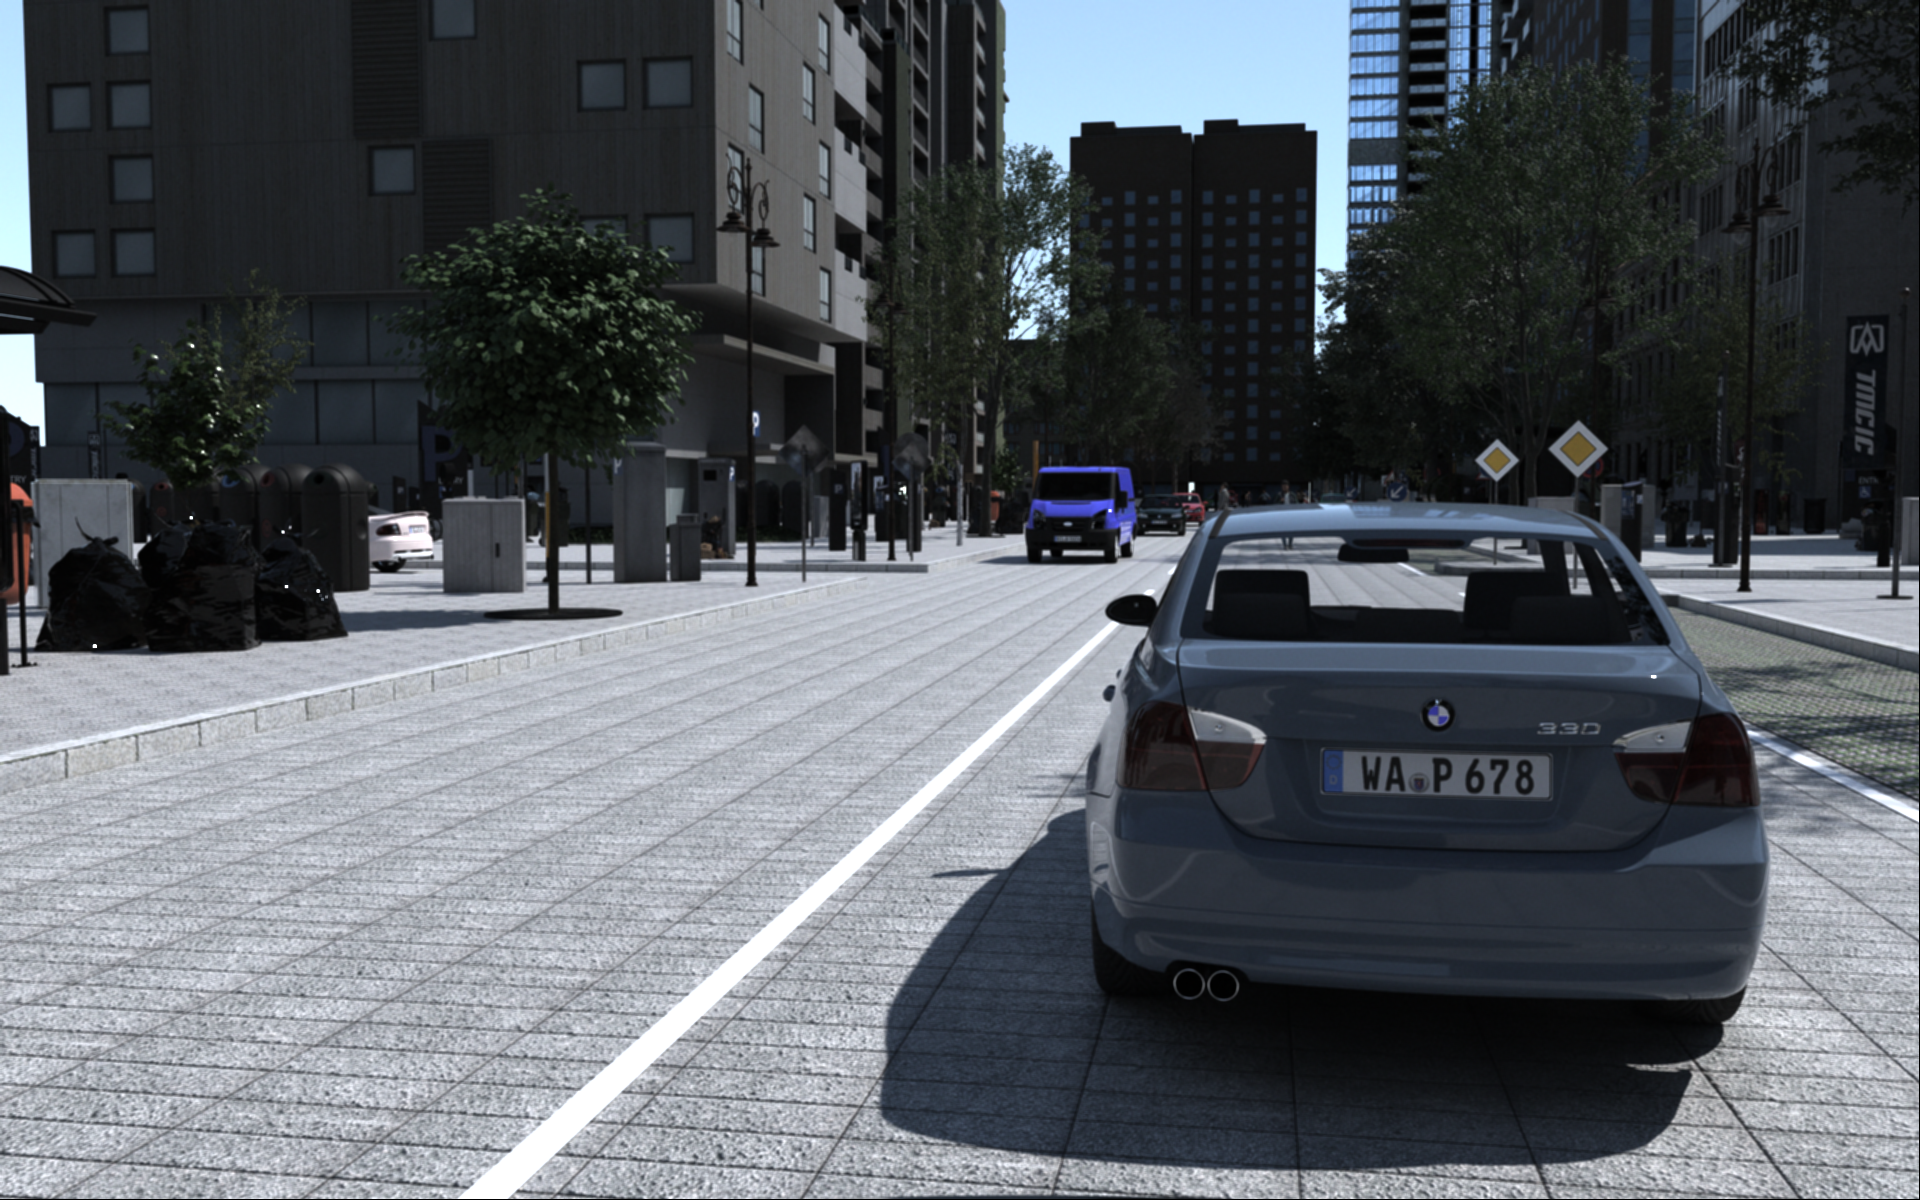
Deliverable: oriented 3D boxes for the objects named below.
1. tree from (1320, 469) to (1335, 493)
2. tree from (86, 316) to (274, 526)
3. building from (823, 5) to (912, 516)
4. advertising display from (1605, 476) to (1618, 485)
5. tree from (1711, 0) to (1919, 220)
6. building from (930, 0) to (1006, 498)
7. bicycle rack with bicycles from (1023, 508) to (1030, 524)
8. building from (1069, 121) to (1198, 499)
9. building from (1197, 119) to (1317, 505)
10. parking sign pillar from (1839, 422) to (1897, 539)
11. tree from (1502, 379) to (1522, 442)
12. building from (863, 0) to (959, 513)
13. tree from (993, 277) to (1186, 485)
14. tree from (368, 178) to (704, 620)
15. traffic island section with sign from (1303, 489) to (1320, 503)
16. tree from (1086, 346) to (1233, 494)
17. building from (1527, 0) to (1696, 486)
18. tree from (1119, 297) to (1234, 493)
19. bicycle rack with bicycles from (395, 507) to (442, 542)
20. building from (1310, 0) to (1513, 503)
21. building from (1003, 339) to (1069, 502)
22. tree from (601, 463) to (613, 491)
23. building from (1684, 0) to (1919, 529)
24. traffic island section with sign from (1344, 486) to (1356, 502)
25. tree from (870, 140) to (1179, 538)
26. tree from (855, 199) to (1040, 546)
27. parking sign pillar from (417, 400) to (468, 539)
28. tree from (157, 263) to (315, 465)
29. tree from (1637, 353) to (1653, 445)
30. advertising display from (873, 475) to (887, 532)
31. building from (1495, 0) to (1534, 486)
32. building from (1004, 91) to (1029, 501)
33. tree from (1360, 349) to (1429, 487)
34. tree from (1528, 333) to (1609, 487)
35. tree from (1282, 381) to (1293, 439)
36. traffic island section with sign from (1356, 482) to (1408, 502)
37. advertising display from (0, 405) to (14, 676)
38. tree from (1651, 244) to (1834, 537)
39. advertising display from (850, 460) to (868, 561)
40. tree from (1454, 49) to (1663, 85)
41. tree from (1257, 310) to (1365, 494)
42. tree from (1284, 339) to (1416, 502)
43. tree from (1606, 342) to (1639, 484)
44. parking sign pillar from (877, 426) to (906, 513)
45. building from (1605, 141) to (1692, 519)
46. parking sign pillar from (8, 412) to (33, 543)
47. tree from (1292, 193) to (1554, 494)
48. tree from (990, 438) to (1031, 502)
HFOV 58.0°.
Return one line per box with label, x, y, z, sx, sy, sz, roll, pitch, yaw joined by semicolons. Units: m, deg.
tree;35.608;-13.229;166.659;4.360;8.622;3.978;0;3;0
tree;-8.306;-1.488;18.936;1.663;3.219;1.824;0;3;0
building;-11.098;-20.307;103.726;14.160;30.474;14.107;1;4;10
advertising display;23.376;-3.485;62.192;0.123;1.923;0.974;3;5;40
tree;9.171;-4.765;12.326;7.601;10.594;8.767;1;4;20
building;-4.315;-27.822;138.476;14.154;41.232;14.086;1;4;10
bicycle rack with bicycles;3.151;-3.673;73.434;2.852;0.926;2.925;-2;4;-28
building;21.122;-34.303;210.956;14.200;45.320;14.600;1;4;10
building;35.525;-34.226;209.699;14.200;45.320;14.600;1;4;10
parking sign pillar;26.020;-3.736;49.562;1.447;3.967;1.447;-2;4;-34
tree;32.352;-8.998;97.485;4.737;8.622;4.395;0;3;0
building;-10.792;-41.716;120.307;20.563;71.187;20.611;1;4;10
tree;4.869;-8.325;70.532;8.767;10.594;7.601;2;4;25
tree;-4.374;-2.106;18.152;4.285;4.588;4.351;0;3;0
traffic island section with sign;27.060;-7.578;132.524;1.989;1.847;2.006;1;4;10
tree;15.449;-13.912;137.823;12.009;13.543;11.850;0;3;0
building;49.354;-29.037;124.870;14.600;45.320;14.200;1;4;10
tree;20.411;-19.187;169.593;12.611;20.169;13.585;0;3;0
bicycle rack with bicycles;-15.153;-2.015;46.325;2.852;0.926;2.925;3;5;40
building;58.268;-54.721;207.362;31.000;86.520;22.319;1;4;10
building;0.865;-23.090;222.566;28.899;21.520;27.650;1;4;10
tree;-11.560;-3.960;59.348;1.663;3.219;1.824;0;3;0
building;38.640;-15.469;70.936;12.078;24.808;19.932;1;4;10
traffic island section with sign;18.537;-4.537;82.810;1.989;1.847;2.006;1;4;10
tree;0.917;-7.661;51.009;9.928;11.665;9.643;0;3;0
tree;-0.240;-5.651;42.756;4.737;8.622;4.395;0;3;0
parking sign pillar;-14.818;-3.742;49.660;1.447;3.967;1.447;-2;4;-29
tree;-22.571;-6.372;54.537;4.737;8.622;4.395;0;3;0
tree;26.417;-6.731;60.421;4.737;8.622;4.395;0;3;0
advertising display;-2.711;-3.272;58.708;0.123;1.923;0.974;-2;4;-25
building;57.973;-32.192;145.953;23.786;49.044;30.456;1;4;10
building;-9.099;-31.017;161.748;28.867;44.769;22.147;1;4;10
tree;21.996;-8.349;86.872;4.737;8.622;4.395;0;3;0
tree;28.326;-7.842;78.582;4.737;8.622;4.395;0;3;0
tree;31.732;-14.505;143.818;9.857;13.997;8.962;0;3;0
traffic island section with sign;13.949;-2.897;55.993;1.989;1.847;2.006;1;4;10
advertising display;-7.195;-0.425;12.169;0.974;1.923;0.123;0;4;-8
tree;23.015;-6.141;50.769;4.737;8.622;4.395;0;3;0
advertising display;-1.949;-1.723;33.382;0.123;1.923;0.974;-1;4;-16
tree;13.436;-6.993;40.088;9.928;11.665;9.643;0;3;0
tree;37.029;-19.725;178.386;12.611;20.169;13.585;0;3;0
tree;28.576;-12.718;124.945;9.611;12.733;9.660;0;3;0
tree;28.881;-7.239;68.724;4.737;8.622;4.395;0;3;0
parking sign pillar;-2.625;-4.930;69.072;1.447;3.967;1.447;-2;4;-30
building;41.737;-15.604;91.276;11.583;22.565;21.152;1;4;10
parking sign pillar;-25.132;-3.489;45.514;1.447;3.967;1.447;-2;4;-29
tree;19.383;-10.067;71.258;9.857;13.997;8.962;0;3;0
tree;1.676;-3.977;59.628;1.663;3.219;1.824;0;3;0
